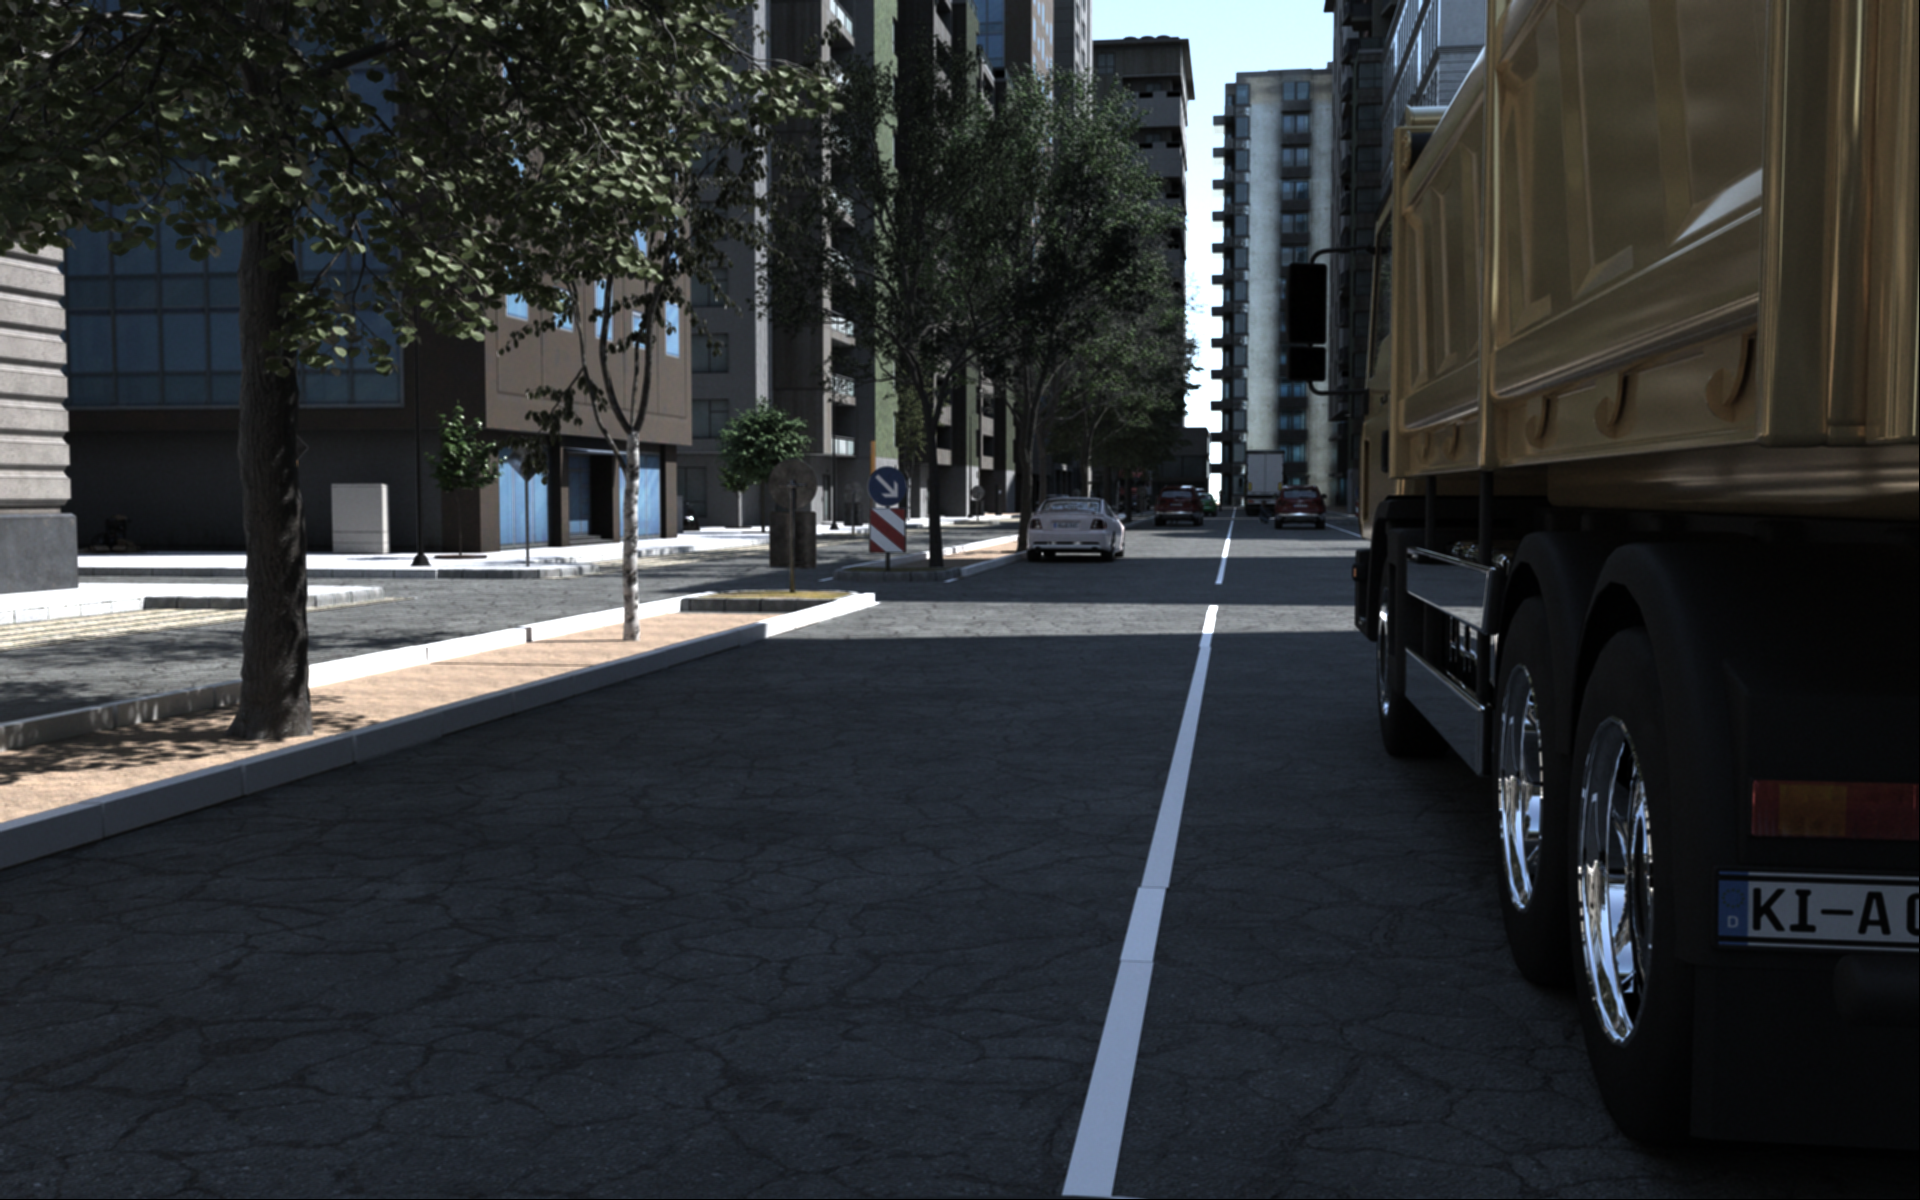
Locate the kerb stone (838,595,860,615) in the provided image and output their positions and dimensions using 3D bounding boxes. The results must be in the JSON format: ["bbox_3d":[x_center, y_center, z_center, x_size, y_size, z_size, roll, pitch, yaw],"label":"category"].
[{"bbox_3d":[-1.407,0.080,20.894,0.120,0.150,1.000,1,4,9],"label":"kerb stone"}]

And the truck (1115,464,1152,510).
[{"bbox_3d":[15.629,-10.135,154.619,2.839,4.237,11.283,1,4,9],"label":"truck"}]

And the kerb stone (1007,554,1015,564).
[{"bbox_3d":[0.950,-0.816,35.544,0.120,0.150,1.000,1,4,9],"label":"kerb stone"}]

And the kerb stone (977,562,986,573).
[{"bbox_3d":[0.293,-0.568,31.490,0.120,0.150,1.000,1,4,9],"label":"kerb stone"}]

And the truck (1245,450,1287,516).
[{"bbox_3d":[20.456,-7.772,115.979,2.839,4.237,11.283,1,4,10],"label":"truck"}]

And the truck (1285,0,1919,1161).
[{"bbox_3d":[3.238,-0.691,7.226,3.469,3.379,9.791,1,4,9],"label":"truck"}]

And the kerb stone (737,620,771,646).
[{"bbox_3d":[-2.052,0.328,16.826,0.120,0.150,1.000,1,4,9],"label":"kerb stone"}]

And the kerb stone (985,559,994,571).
[{"bbox_3d":[0.457,-0.631,32.508,0.120,0.150,1.000,1,4,9],"label":"kerb stone"}]

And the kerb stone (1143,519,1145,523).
[{"bbox_3d":[8.758,-3.790,84.160,0.120,0.150,1.000,1,4,9],"label":"kerb stone"}]

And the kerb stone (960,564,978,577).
[{"bbox_3d":[0.140,-0.505,30.480,0.120,0.150,1.000,1,4,9],"label":"kerb stone"}]

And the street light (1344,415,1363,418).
[{"bbox_3d":[23.254,-7.900,101.712,1.470,5.913,1.316,1,4,9],"label":"street light"}]

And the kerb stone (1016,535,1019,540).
[{"bbox_3d":[1.635,-1.887,53.054,0.120,0.150,1.000,1,4,9],"label":"kerb stone"}]

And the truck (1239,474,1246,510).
[{"bbox_3d":[26.686,-9.709,154.661,3.469,3.379,9.791,1,4,9],"label":"truck"}]

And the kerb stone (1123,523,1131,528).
[{"bbox_3d":[7.130,-3.169,74.016,0.120,0.150,1.000,1,4,9],"label":"kerb stone"}]

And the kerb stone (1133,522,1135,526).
[{"bbox_3d":[7.463,-3.294,76.045,0.120,0.150,1.000,1,4,9],"label":"kerb stone"}]

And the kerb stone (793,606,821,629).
[{"bbox_3d":[-1.725,0.204,18.865,0.120,0.150,1.000,1,4,9],"label":"kerb stone"}]

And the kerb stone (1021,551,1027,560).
[{"bbox_3d":[1.275,-0.940,37.566,0.120,0.150,1.000,1,4,9],"label":"kerb stone"}]

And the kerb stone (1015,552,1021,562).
[{"bbox_3d":[1.108,-0.877,36.557,0.120,0.150,1.000,1,4,9],"label":"kerb stone"}]

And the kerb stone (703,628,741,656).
[{"bbox_3d":[-2.226,0.393,15.814,0.120,0.150,1.000,1,4,9],"label":"kerb stone"}]

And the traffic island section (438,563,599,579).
[{"bbox_3d":[-7.675,-0.513,30.675,2.009,0.180,2.903,1,4,9],"label":"traffic island section"}]

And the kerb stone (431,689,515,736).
[{"bbox_3d":[-3.040,0.701,10.740,0.120,0.150,1.000,1,4,9],"label":"kerb stone"}]

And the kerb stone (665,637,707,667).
[{"bbox_3d":[-2.389,0.453,14.794,0.120,0.150,1.000,1,4,9],"label":"kerb stone"}]

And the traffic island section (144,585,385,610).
[{"bbox_3d":[-8.942,-0.031,22.790,2.009,0.180,2.903,1,4,9],"label":"traffic island section"}]

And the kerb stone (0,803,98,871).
[{"bbox_3d":[-3.689,0.949,6.686,0.120,0.150,1.000,1,4,9],"label":"kerb stone"}]

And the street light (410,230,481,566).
[{"bbox_3d":[-9.094,-3.554,30.657,1.470,5.913,1.316,1,4,9],"label":"street light"}]

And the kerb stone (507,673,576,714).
[{"bbox_3d":[-2.872,0.639,11.754,0.120,0.150,1.000,1,4,9],"label":"kerb stone"}]

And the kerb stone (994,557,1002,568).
[{"bbox_3d":[0.628,-0.691,33.516,0.120,0.150,1.000,1,4,9],"label":"kerb stone"}]

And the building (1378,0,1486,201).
[{"bbox_3d":[27.527,-18.854,85.752,11.434,29.767,29.804,1,4,9],"label":"building"}]

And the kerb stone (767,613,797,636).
[{"bbox_3d":[-1.891,0.267,17.839,0.120,0.150,1.000,1,4,9],"label":"kerb stone"}]

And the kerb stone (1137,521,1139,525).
[{"bbox_3d":[7.948,-3.479,79.079,0.120,0.150,1.000,1,4,9],"label":"kerb stone"}]

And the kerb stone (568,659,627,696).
[{"bbox_3d":[-2.708,0.577,12.768,0.120,0.150,1.000,1,4,9],"label":"kerb stone"}]

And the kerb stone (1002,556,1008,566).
[{"bbox_3d":[0.784,-0.754,34.531,0.120,0.150,1.000,1,4,9],"label":"kerb stone"}]

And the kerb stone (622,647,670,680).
[{"bbox_3d":[-2.545,0.517,13.777,0.120,0.150,1.000,1,4,9],"label":"kerb stone"}]

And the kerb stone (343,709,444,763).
[{"bbox_3d":[-3.192,0.763,9.720,0.120,0.150,1.000,1,4,9],"label":"kerb stone"}]

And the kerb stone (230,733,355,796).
[{"bbox_3d":[-3.361,0.826,8.703,0.120,0.150,1.000,1,4,9],"label":"kerb stone"}]

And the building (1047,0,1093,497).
[{"bbox_3d":[2.005,-44.745,169.824,20.611,71.187,20.563,1,4,9],"label":"building"}]

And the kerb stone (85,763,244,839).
[{"bbox_3d":[-3.531,0.887,7.695,0.120,0.150,1.000,1,4,9],"label":"kerb stone"}]

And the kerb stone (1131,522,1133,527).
[{"bbox_3d":[7.300,-3.231,75.029,0.120,0.150,1.000,1,4,9],"label":"kerb stone"}]

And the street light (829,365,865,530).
[{"bbox_3d":[-3.999,-5.481,62.151,1.470,5.913,1.316,1,4,9],"label":"street light"}]

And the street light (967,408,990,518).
[{"bbox_3d":[1.097,-7.427,93.974,1.470,5.913,1.316,1,4,9],"label":"street light"}]

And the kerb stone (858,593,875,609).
[{"bbox_3d":[-1.239,0.018,21.906,0.120,0.150,1.000,1,4,9],"label":"kerb stone"}]

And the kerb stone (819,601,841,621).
[{"bbox_3d":[-1.563,0.141,19.882,0.120,0.150,1.000,1,4,9],"label":"kerb stone"}]

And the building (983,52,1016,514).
[{"bbox_3d":[-4.211,-20.883,113.142,14.160,30.474,14.107,1,4,9],"label":"building"}]
